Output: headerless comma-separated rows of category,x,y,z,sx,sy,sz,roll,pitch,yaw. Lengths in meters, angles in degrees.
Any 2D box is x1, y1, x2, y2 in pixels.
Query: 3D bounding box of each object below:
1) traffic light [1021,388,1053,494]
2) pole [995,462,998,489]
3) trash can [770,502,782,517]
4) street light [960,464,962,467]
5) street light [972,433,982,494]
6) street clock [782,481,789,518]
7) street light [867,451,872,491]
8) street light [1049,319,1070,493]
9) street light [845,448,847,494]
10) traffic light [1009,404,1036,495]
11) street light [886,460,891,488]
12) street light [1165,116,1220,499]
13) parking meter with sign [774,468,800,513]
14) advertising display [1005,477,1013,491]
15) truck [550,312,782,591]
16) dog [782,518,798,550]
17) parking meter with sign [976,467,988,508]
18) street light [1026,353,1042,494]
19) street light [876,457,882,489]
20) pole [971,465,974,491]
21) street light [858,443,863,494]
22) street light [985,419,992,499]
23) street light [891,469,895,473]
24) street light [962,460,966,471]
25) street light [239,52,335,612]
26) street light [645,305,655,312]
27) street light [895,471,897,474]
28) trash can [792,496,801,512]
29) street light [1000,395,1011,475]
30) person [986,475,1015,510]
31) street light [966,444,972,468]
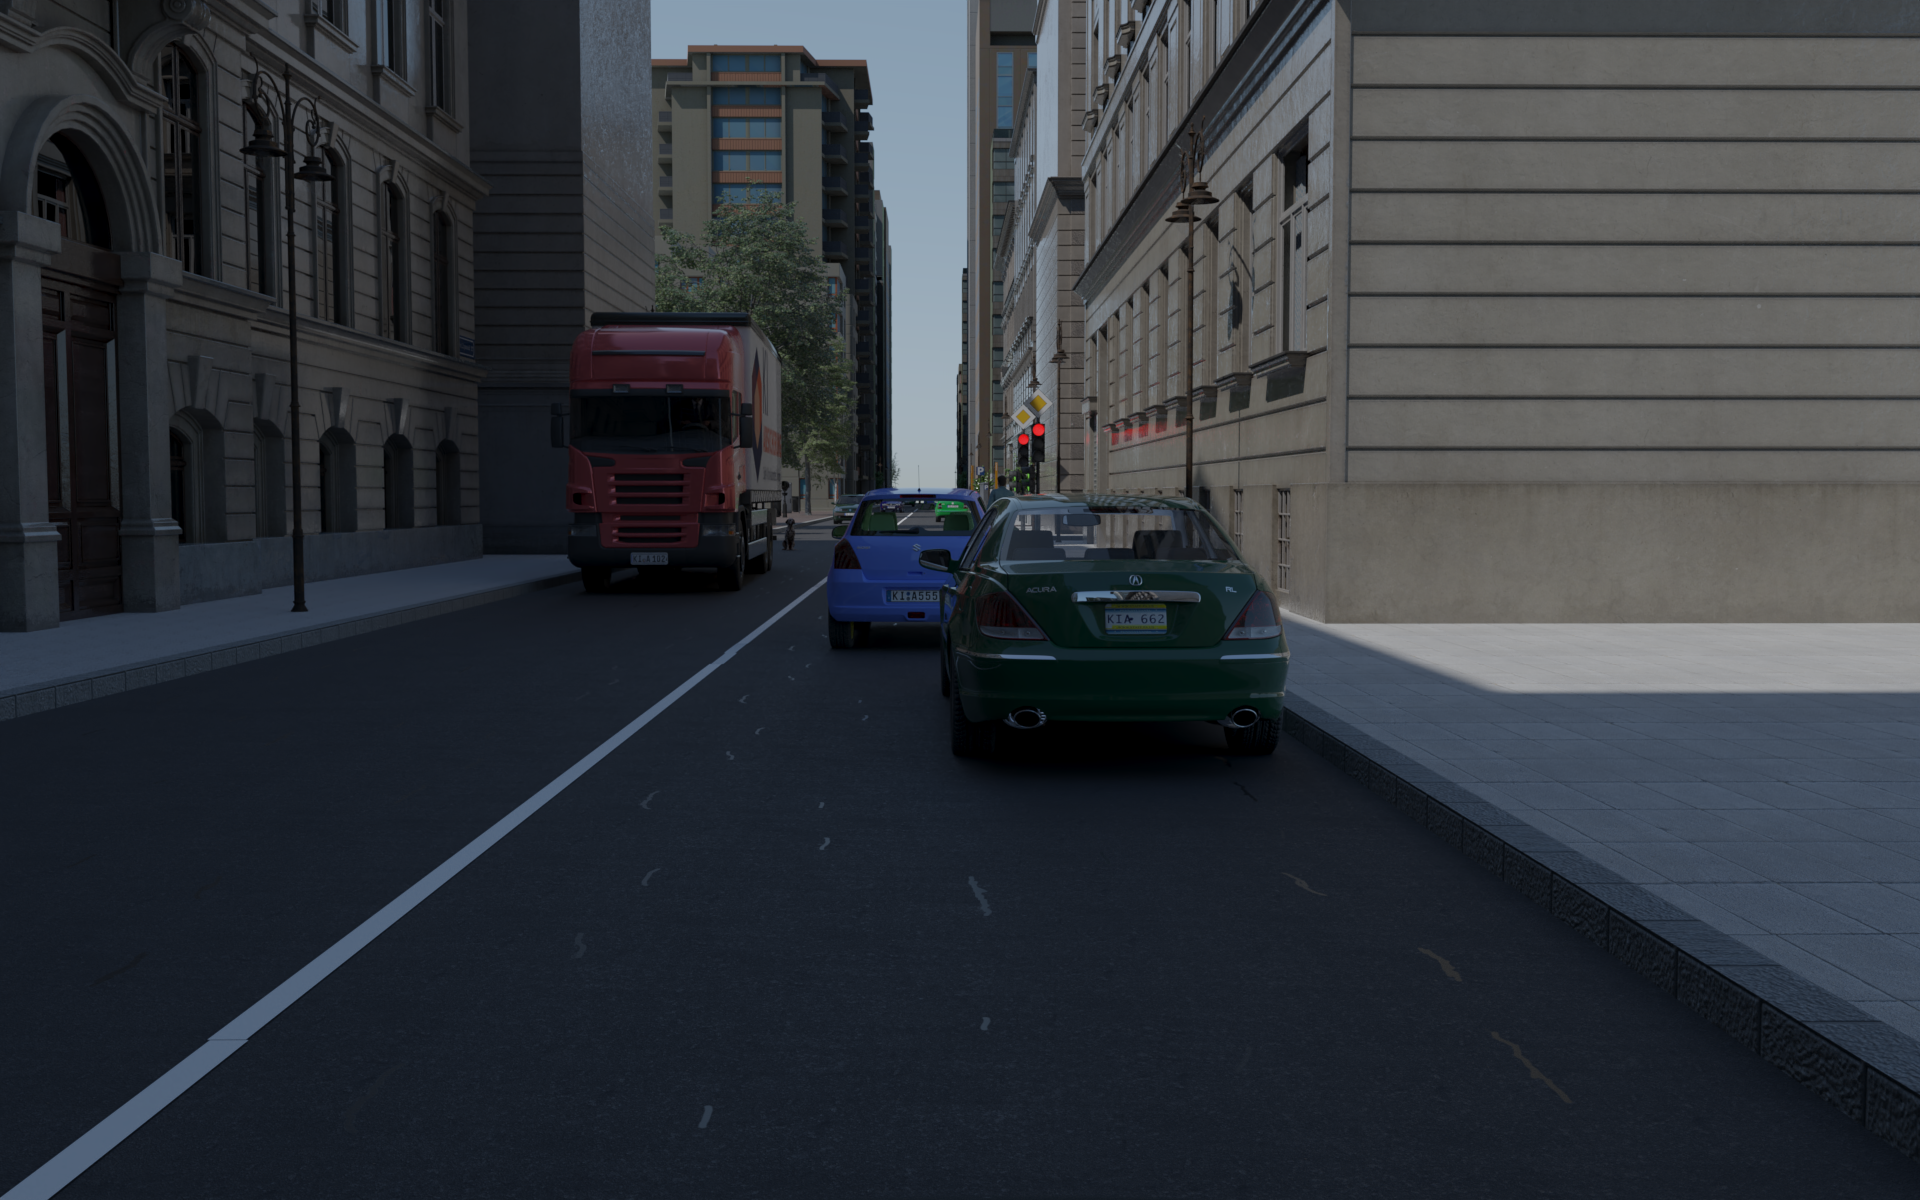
traffic light,2.062,-3.504,46.215,0.839,4.253,0.868,0,4,-1
pole,2.349,-7.207,111.673,0.158,3.312,0.155,0,3,0
trash can,-10.213,-5.164,96.082,0.748,1.137,0.748,0,3,0
street light,0.373,-14.236,205.545,0.468,5.910,1.993,0,4,-1
street light,1.396,-9.811,133.193,0.468,5.910,1.993,0,4,-1
street clock,-9.548,-5.493,94.384,0.471,2.002,0.358,1,4,21
street light,-9.300,-12.586,178.560,0.468,5.910,1.993,0,4,-1
street light,2.617,-4.469,45.854,0.468,5.910,1.993,0,4,-1
street light,-8.623,-9.668,130.851,0.468,5.910,1.993,0,4,-1
traffic light,1.956,-3.993,54.200,0.839,4.253,0.868,0,4,-1
street light,-10.065,-16.206,237.761,0.468,5.910,1.993,0,4,-1
street light,2.886,-2.993,21.719,0.468,5.910,1.993,0,4,-1
parking meter with sign,-11.512,-7.261,114.977,1.738,3.016,0.543,0,4,-4
advertising display,1.811,-3.621,64.416,0.123,1.923,0.974,-1,4,-8
truck,-4.548,-2.454,29.041,2.839,4.237,11.283,0,4,-2
dog,-4.302,-1.688,44.435,0.513,0.831,0.800,2,4,24
parking meter with sign,1.539,-6.919,109.394,0.543,3.016,1.738,-1,4,-17
street light,2.417,-5.136,56.767,0.468,5.910,1.993,0,4,-1
street light,-9.832,-14.752,213.987,0.468,5.910,1.993,0,4,-1
pole,0.874,-7.920,123.338,0.158,3.312,0.155,0,3,0
street light,-8.921,-11.122,154.624,0.468,5.910,1.993,0,4,-1
street light,1.735,-8.068,104.706,0.468,5.910,1.993,0,4,-1
street light,-10.391,-17.660,261.534,0.468,5.910,1.993,0,4,-1
street light,0.729,-12.763,181.461,0.468,5.910,1.993,0,4,-1
street light,-7.211,-2.810,18.733,0.468,5.910,1.993,0,4,-1
street light,-7.515,-4.264,42.506,0.468,5.910,1.993,0,4,-1
street light,-10.665,-19.114,285.308,0.468,5.910,1.993,0,4,-1
trash can,-11.559,-6.770,122.346,0.748,1.137,0.748,0,3,0
street light,2.123,-6.590,80.541,0.468,5.910,1.993,0,4,-1
person,0.853,-1.670,35.821,0.660,1.820,0.620,-1,4,-22
street light,1.019,-11.277,157.174,0.468,5.910,1.993,0,4,-1
